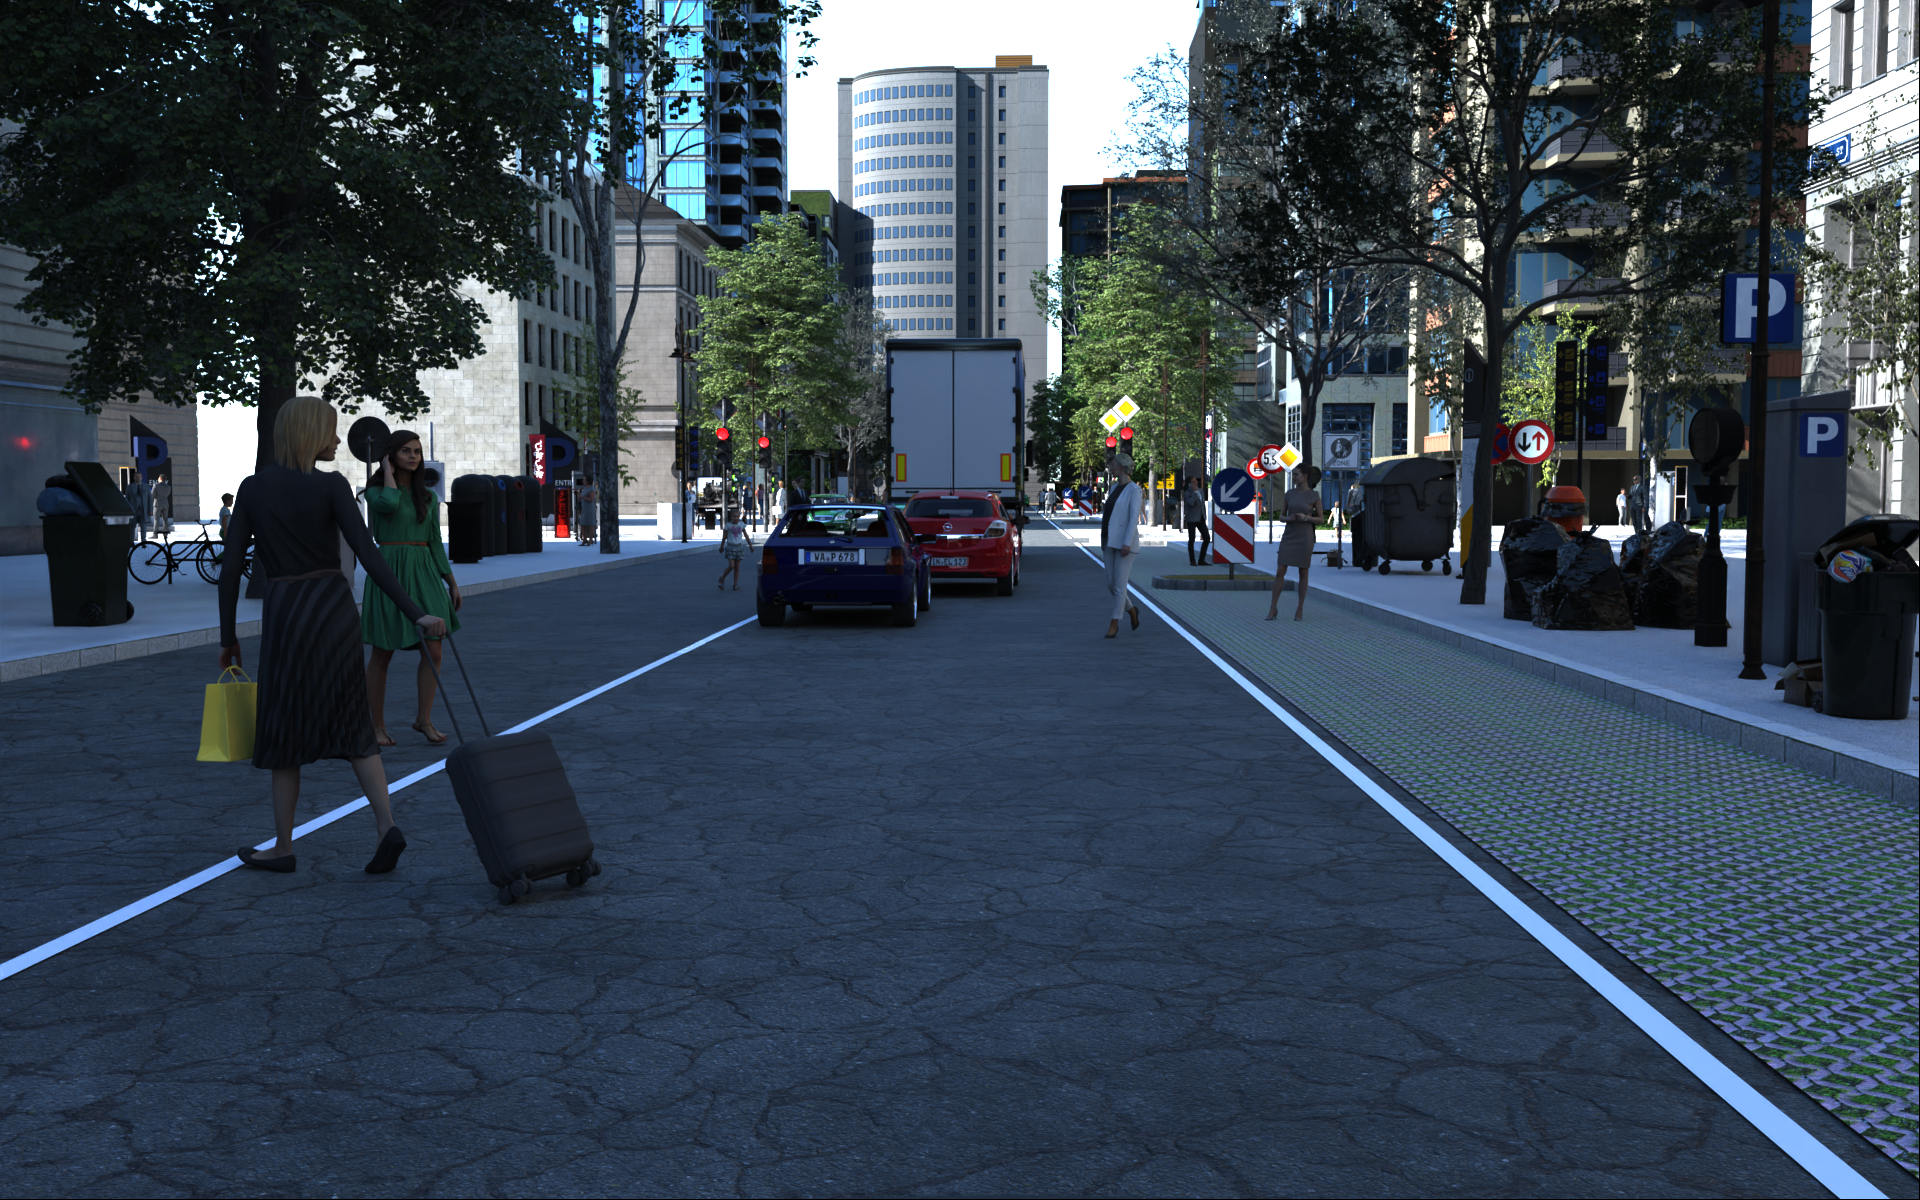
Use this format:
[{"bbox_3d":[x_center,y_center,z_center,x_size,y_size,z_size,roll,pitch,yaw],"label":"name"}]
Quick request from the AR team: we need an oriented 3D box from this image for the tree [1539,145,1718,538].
[{"bbox_3d":[15.283,-5.325,37.424,4.360,8.622,3.978,0,3,0],"label":"tree"}]

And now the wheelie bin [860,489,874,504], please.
[{"bbox_3d":[-6.402,-6.792,118.964,0.980,1.594,0.693,-1,4,-11],"label":"wheelie bin"}]

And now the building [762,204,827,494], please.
[{"bbox_3d":[-21.390,-24.458,171.594,14.160,30.474,14.107,0,4,2],"label":"building"}]

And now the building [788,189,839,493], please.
[{"bbox_3d":[-23.665,-33.720,234.911,14.086,41.232,14.154,0,4,2],"label":"building"}]

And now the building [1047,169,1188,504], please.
[{"bbox_3d":[26.409,-35.591,236.531,28.867,44.769,22.147,0,4,2],"label":"building"}]

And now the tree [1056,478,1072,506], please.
[{"bbox_3d":[11.605,-11.947,189.929,1.663,3.219,1.824,0,3,0],"label":"tree"}]

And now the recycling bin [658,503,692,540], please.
[{"bbox_3d":[-8.013,-2.210,48.693,0.722,1.027,0.722,-3,5,-44],"label":"recycling bin"}]

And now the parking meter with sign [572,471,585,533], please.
[{"bbox_3d":[-12.461,-3.725,57.162,1.738,3.016,0.543,-1,4,-15],"label":"parking meter with sign"}]

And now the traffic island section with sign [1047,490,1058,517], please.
[{"bbox_3d":[6.714,-6.186,109.765,1.989,1.847,2.006,0,4,2],"label":"traffic island section with sign"}]

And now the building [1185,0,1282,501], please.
[{"bbox_3d":[28.294,-31.042,157.650,14.600,45.320,14.200,0,4,2],"label":"building"}]

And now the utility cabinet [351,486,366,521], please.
[{"bbox_3d":[-16.955,-2.456,48.828,0.318,1.500,1.173,-2,4,-28],"label":"utility cabinet"}]

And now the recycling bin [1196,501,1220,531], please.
[{"bbox_3d":[8.701,-2.977,61.221,0.722,1.027,0.722,-3,5,-42],"label":"recycling bin"}]

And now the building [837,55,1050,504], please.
[{"bbox_3d":[-2.179,-42.472,236.418,28.212,58.520,21.231,0,4,2],"label":"building"}]

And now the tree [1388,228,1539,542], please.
[{"bbox_3d":[13.335,-5.844,45.908,4.360,8.622,3.978,0,3,0],"label":"tree"}]

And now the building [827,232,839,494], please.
[{"bbox_3d":[-20.693,-25.669,191.388,14.107,30.474,14.160,0,4,2],"label":"building"}]

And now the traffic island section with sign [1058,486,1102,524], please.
[{"bbox_3d":[5.809,-4.493,82.096,1.989,1.847,2.006,0,4,2],"label":"traffic island section with sign"}]

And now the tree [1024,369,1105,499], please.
[{"bbox_3d":[10.717,-16.297,173.117,9.857,13.997,8.962,0,3,0],"label":"tree"}]

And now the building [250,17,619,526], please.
[{"bbox_3d":[-22.274,-13.561,76.472,10.420,20.320,16.860,0,4,2],"label":"building"}]

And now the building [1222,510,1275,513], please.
[{"bbox_3d":[29.431,-48.899,112.164,22.319,86.520,31.000,0,4,2],"label":"building"}]

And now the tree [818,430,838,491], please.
[{"bbox_3d":[-10.811,-10.965,129.632,4.737,8.622,4.395,0,3,0],"label":"tree"}]

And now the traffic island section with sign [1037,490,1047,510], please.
[{"bbox_3d":[8.356,-9.245,159.786,1.989,1.847,2.006,0,4,2],"label":"traffic island section with sign"}]

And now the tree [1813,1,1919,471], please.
[{"bbox_3d":[14.264,-4.592,25.445,4.360,8.622,3.978,0,3,0],"label":"tree"}]

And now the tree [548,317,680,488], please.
[{"bbox_3d":[-14.777,-7.404,71.425,4.737,8.622,4.395,0,3,0],"label":"tree"}]

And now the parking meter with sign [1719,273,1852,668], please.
[{"bbox_3d":[6.271,-1.021,12.955,0.543,3.016,1.738,0,4,3],"label":"parking meter with sign"}]

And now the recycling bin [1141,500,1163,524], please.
[{"bbox_3d":[8.126,-3.714,73.270,0.722,1.027,0.722,-1,4,-21],"label":"recycling bin"}]

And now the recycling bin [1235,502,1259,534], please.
[{"bbox_3d":[9.317,-2.675,56.298,0.722,1.027,0.722,1,4,15],"label":"recycling bin"}]

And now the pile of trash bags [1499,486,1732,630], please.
[{"bbox_3d":[6.530,-0.496,17.857,1.912,1.369,3.447,0,4,6],"label":"pile of trash bags"}]

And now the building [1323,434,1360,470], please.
[{"bbox_3d":[51.918,-37.443,235.890,21.600,48.544,21.300,0,4,2],"label":"building"}]

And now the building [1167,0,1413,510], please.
[{"bbox_3d":[33.002,-52.997,179.165,22.319,86.520,31.000,0,4,2],"label":"building"}]

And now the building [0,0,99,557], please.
[{"bbox_3d":[-28.561,-11.334,34.457,18.267,20.994,9.793,0,4,2],"label":"building"}]

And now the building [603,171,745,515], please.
[{"bbox_3d":[-21.343,-15.562,105.355,10.553,20.767,40.483,0,4,2],"label":"building"}]

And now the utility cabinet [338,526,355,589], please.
[{"bbox_3d":[-8.711,-0.753,23.473,1.020,1.237,0.306,1,4,23],"label":"utility cabinet"}]

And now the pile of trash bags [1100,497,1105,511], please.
[{"bbox_3d":[11.872,-7.201,127.485,1.912,1.369,3.447,-3,5,-43],"label":"pile of trash bags"}]

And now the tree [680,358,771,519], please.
[{"bbox_3d":[-12.681,-8.491,89.197,4.737,8.622,4.395,0,3,0],"label":"tree"}]

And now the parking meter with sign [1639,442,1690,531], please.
[{"bbox_3d":[23.532,-3.762,57.766,0.543,3.016,1.738,-2,4,-32],"label":"parking meter with sign"}]

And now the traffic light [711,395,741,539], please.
[{"bbox_3d":[-6.685,-3.696,49.358,0.839,4.253,0.868,0,4,2],"label":"traffic light"}]

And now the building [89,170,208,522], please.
[{"bbox_3d":[-47.699,-14.317,75.888,24.055,21.916,13.314,0,4,2],"label":"building"}]

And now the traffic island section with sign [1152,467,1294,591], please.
[{"bbox_3d":[3.965,-1.090,26.450,1.989,1.847,2.006,0,4,2],"label":"traffic island section with sign"}]

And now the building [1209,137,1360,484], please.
[{"bbox_3d":[27.454,-22.706,142.941,14.160,30.474,14.107,0,4,2],"label":"building"}]

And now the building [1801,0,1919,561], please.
[{"bbox_3d":[22.962,-14.933,21.651,11.434,29.767,29.804,0,4,2],"label":"building"}]

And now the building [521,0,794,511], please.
[{"bbox_3d":[-25.487,-51.039,147.157,22.319,86.520,31.000,0,4,2],"label":"building"}]

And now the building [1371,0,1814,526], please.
[{"bbox_3d":[34.005,-25.880,77.768,28.867,44.769,22.147,0,4,2],"label":"building"}]

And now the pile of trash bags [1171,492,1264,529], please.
[{"bbox_3d":[9.341,-3.265,63.135,3.447,1.369,1.912,1,4,18],"label":"pile of trash bags"}]

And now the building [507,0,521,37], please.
[{"bbox_3d":[-42.346,-39.483,187.538,28.212,58.520,21.231,0,4,2],"label":"building"}]

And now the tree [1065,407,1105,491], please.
[{"bbox_3d":[10.406,-11.698,141.618,4.737,8.622,4.395,0,3,0],"label":"tree"}]

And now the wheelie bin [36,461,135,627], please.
[{"bbox_3d":[-8.571,-0.554,16.959,0.693,1.594,0.980,0,4,2],"label":"wheelie bin"}]
